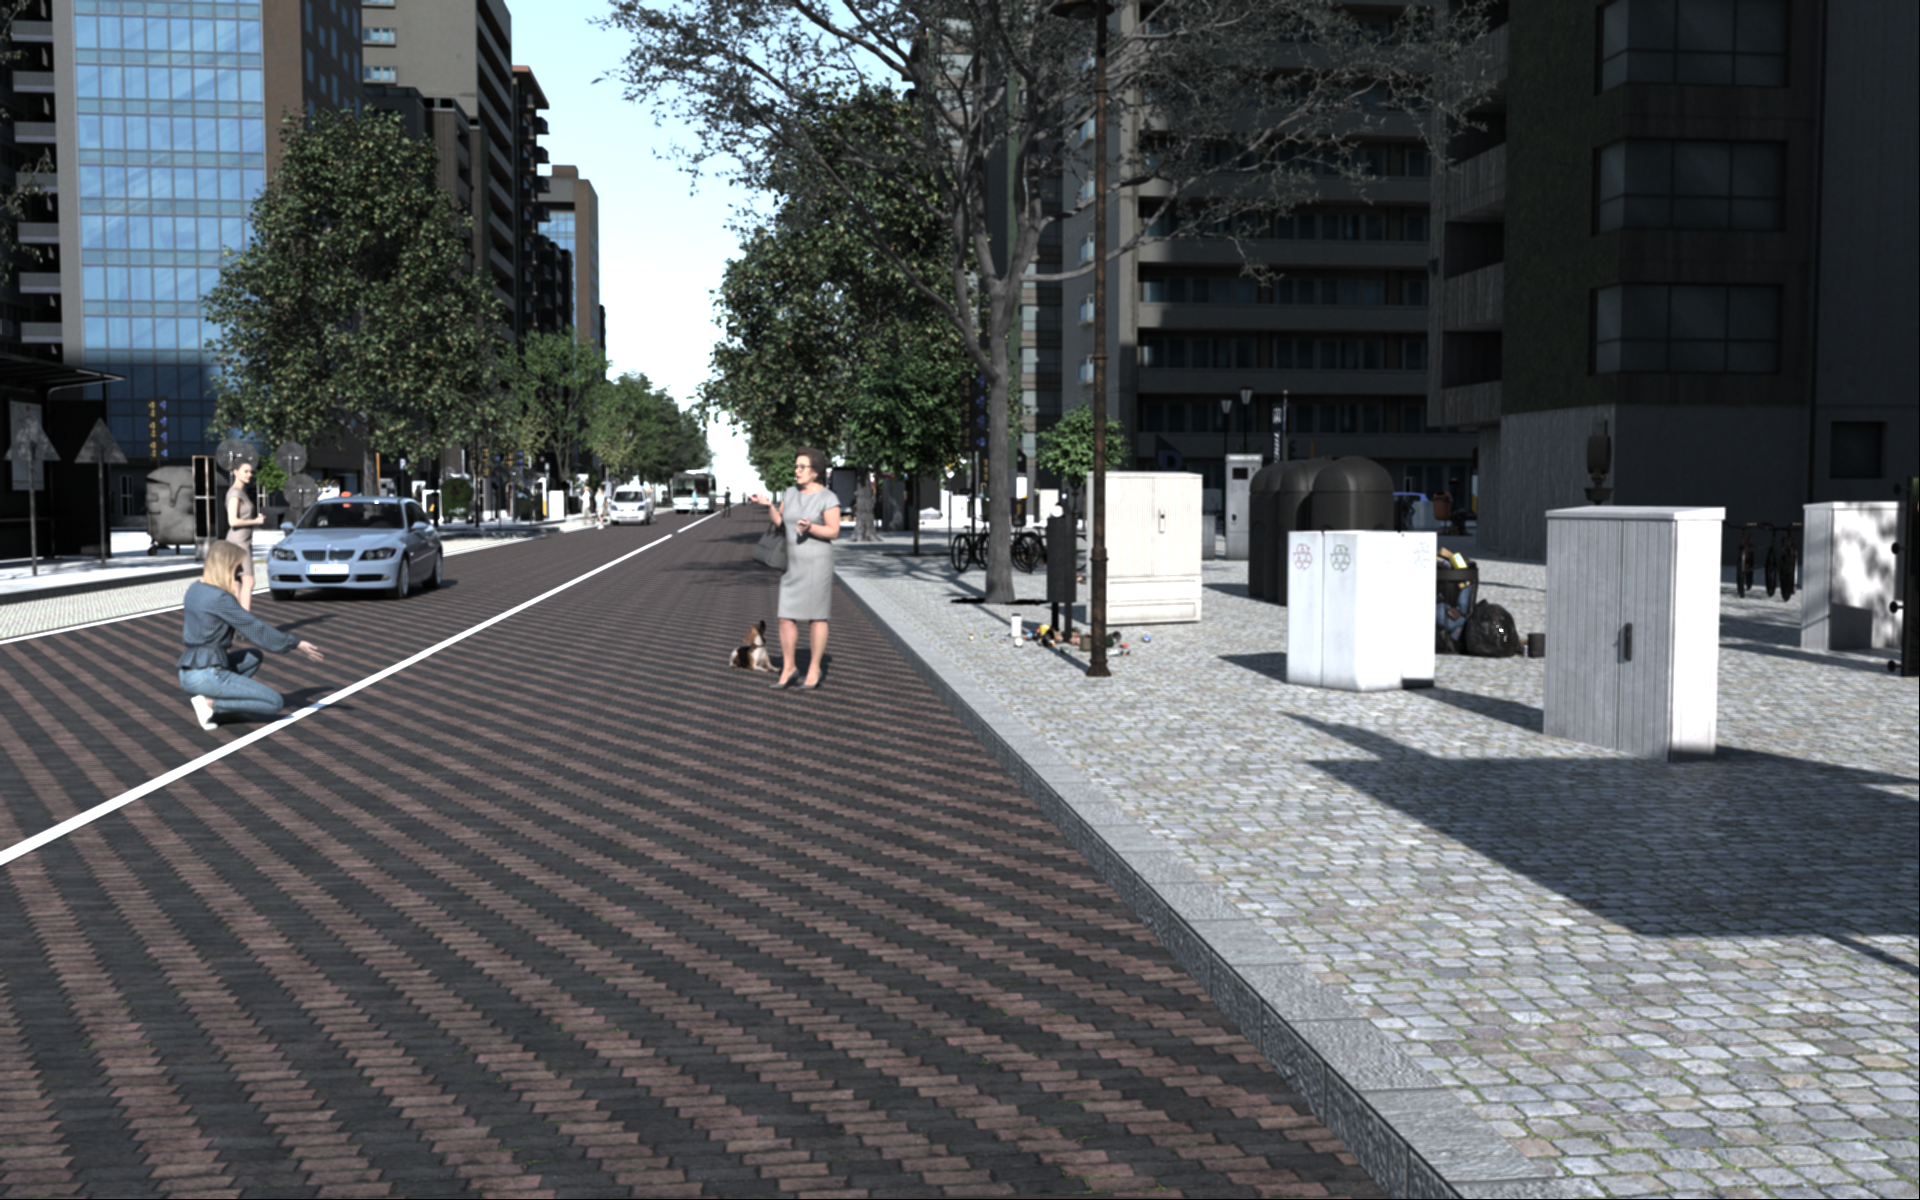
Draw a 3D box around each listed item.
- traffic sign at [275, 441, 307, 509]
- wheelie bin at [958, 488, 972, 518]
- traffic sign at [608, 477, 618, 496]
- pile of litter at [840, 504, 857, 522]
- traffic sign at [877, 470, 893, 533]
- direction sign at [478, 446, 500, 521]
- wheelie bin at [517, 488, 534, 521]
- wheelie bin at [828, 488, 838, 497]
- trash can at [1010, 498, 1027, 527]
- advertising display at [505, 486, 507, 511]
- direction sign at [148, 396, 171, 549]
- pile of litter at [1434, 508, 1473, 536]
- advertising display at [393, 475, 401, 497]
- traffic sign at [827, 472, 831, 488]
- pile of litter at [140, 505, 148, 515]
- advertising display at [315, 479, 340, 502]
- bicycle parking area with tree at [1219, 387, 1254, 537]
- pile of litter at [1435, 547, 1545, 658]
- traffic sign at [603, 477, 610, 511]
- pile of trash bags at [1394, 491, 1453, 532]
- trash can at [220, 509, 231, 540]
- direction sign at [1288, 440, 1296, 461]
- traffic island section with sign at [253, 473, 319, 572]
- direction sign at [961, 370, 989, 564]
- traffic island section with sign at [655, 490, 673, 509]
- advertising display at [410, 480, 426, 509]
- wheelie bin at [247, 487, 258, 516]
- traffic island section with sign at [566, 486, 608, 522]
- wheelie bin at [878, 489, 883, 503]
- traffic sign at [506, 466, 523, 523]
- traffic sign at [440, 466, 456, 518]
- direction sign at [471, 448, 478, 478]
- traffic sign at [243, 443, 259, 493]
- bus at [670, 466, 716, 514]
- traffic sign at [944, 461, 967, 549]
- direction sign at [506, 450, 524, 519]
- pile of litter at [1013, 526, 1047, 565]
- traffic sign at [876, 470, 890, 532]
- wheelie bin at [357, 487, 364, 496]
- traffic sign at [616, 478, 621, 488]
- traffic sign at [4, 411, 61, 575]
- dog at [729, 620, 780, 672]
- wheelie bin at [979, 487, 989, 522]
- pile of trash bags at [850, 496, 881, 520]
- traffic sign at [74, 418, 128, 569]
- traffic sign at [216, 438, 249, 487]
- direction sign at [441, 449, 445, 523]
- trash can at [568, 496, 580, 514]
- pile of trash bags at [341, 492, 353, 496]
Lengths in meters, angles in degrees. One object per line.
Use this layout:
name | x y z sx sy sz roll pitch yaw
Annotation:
traffic sign | -16.213 -2.562 41.996 0.768 2.556 0.104 0 4 -3
wheelie bin | 0.304 -5.219 93.236 0.980 1.594 0.693 -1 4 -13
traffic sign | -26.225 -8.006 131.009 0.768 2.556 0.104 0 3 0
pile of litter | -5.135 -4.113 81.213 1.176 0.858 1.719 1 4 22
traffic sign | -2.364 -3.464 56.738 0.768 2.556 0.104 0 4 2
direction sign | -22.239 -5.517 82.202 0.876 3.537 0.379 -2 4 -34
wheelie bin | -21.079 -4.658 84.063 0.693 1.594 0.980 0 4 7
wheelie bin | -6.318 -4.642 83.804 0.693 1.594 0.980 1 4 18
trash can | 2.292 -3.428 67.700 0.748 1.137 0.748 0 3 0
advertising display | -31.824 -7.173 122.487 0.123 1.923 0.974 2 4 26
direction sign | -18.609 -2.952 40.268 0.876 3.537 0.379 3 4 39
pile of litter | 15.217 -2.419 53.514 1.176 0.858 1.719 0 4 5
advertising display | -18.723 -3.206 57.624 0.123 1.923 0.974 -2 4 -24
traffic sign | -7.430 -6.046 98.965 0.768 2.556 0.104 0 4 2
pile of litter | -31.424 -3.234 66.845 1.719 0.858 1.176 0 4 3
advertising display | -26.699 -4.157 73.175 0.974 1.923 0.123 -2 4 -29
bicycle parking area with tree | 7.628 -3.797 49.089 9.016 4.147 8.231 1 4 16
pile of litter | 4.081 -0.012 14.158 1.176 0.858 1.719 -2 4 -35
traffic sign | -27.056 -8.107 132.659 0.768 2.556 0.104 0 4 0
pile of trash bags | 14.284 -2.831 56.041 3.447 1.369 1.912 3 5 40
trash can | -17.261 -1.796 41.024 0.748 1.137 0.748 0 3 0
direction sign | 13.855 -4.948 72.891 0.379 3.537 0.876 3 5 44
traffic island section with sign | -12.502 -1.469 32.644 1.989 1.847 2.006 0 4 -7
direction sign | 0.247 -2.433 31.769 0.379 3.537 0.876 -2 4 -30
traffic island section with sign | -28.025 -9.552 164.802 1.989 1.847 2.006 0 4 -7
advertising display | -24.943 -4.559 79.751 0.123 1.923 0.974 2 4 25
wheelie bin | -33.557 -4.568 82.593 0.980 1.594 0.693 -2 4 -26
traffic island section with sign | -19.059 -4.887 88.536 1.989 1.847 2.006 0 4 -7
wheelie bin | -4.881 -6.002 106.037 0.980 1.594 0.693 0 4 3
traffic sign | -19.924 -4.727 77.396 0.768 2.556 0.104 0 4 -6
traffic sign | -23.290 -4.815 78.830 0.768 2.556 0.104 0 4 -4
direction sign | -23.519 -5.673 84.758 0.379 3.537 0.876 3 5 44
traffic sign | -17.710 -2.613 42.830 0.768 2.556 0.104 0 4 3
bus | -19.718 -8.202 128.965 2.948 3.499 13.247 0 4 -6
traffic sign | -0.240 -2.400 40.421 0.795 2.450 0.064 0 4 0
direction sign | -22.639 -5.879 88.112 0.876 3.537 0.379 -2 4 -23
pile of litter | 1.548 -1.115 32.194 1.176 0.858 1.719 1 4 19
traffic sign | -2.520 -3.594 58.862 0.768 2.556 0.104 0 4 -3
wheelie bin | -26.837 -4.321 78.563 0.980 1.594 0.693 -2 4 -25
traffic sign | -26.625 -8.203 134.217 0.768 2.556 0.104 0 4 3
traffic sign | -14.601 -1.667 27.259 0.884 2.594 0.081 0 4 -1
dog | -1.652 0.363 14.263 0.550 0.427 0.748 1 4 12
wheelie bin | 1.295 -4.344 78.931 0.980 1.594 0.693 -1 4 -20
pile of trash bags | -4.594 -4.727 87.032 1.912 1.369 3.447 -1 4 -19
traffic sign | -14.663 -1.809 29.577 0.884 2.594 0.081 0 4 -3
traffic sign | -16.550 -2.403 39.388 0.768 2.556 0.104 0 4 3
direction sign | -22.535 -5.118 75.681 0.379 3.537 0.876 -1 4 -18
trash can | -24.345 -5.961 109.114 0.748 1.137 0.748 0 3 0
pile of trash bags | -25.099 -3.842 72.577 1.912 1.369 3.447 0 4 2
